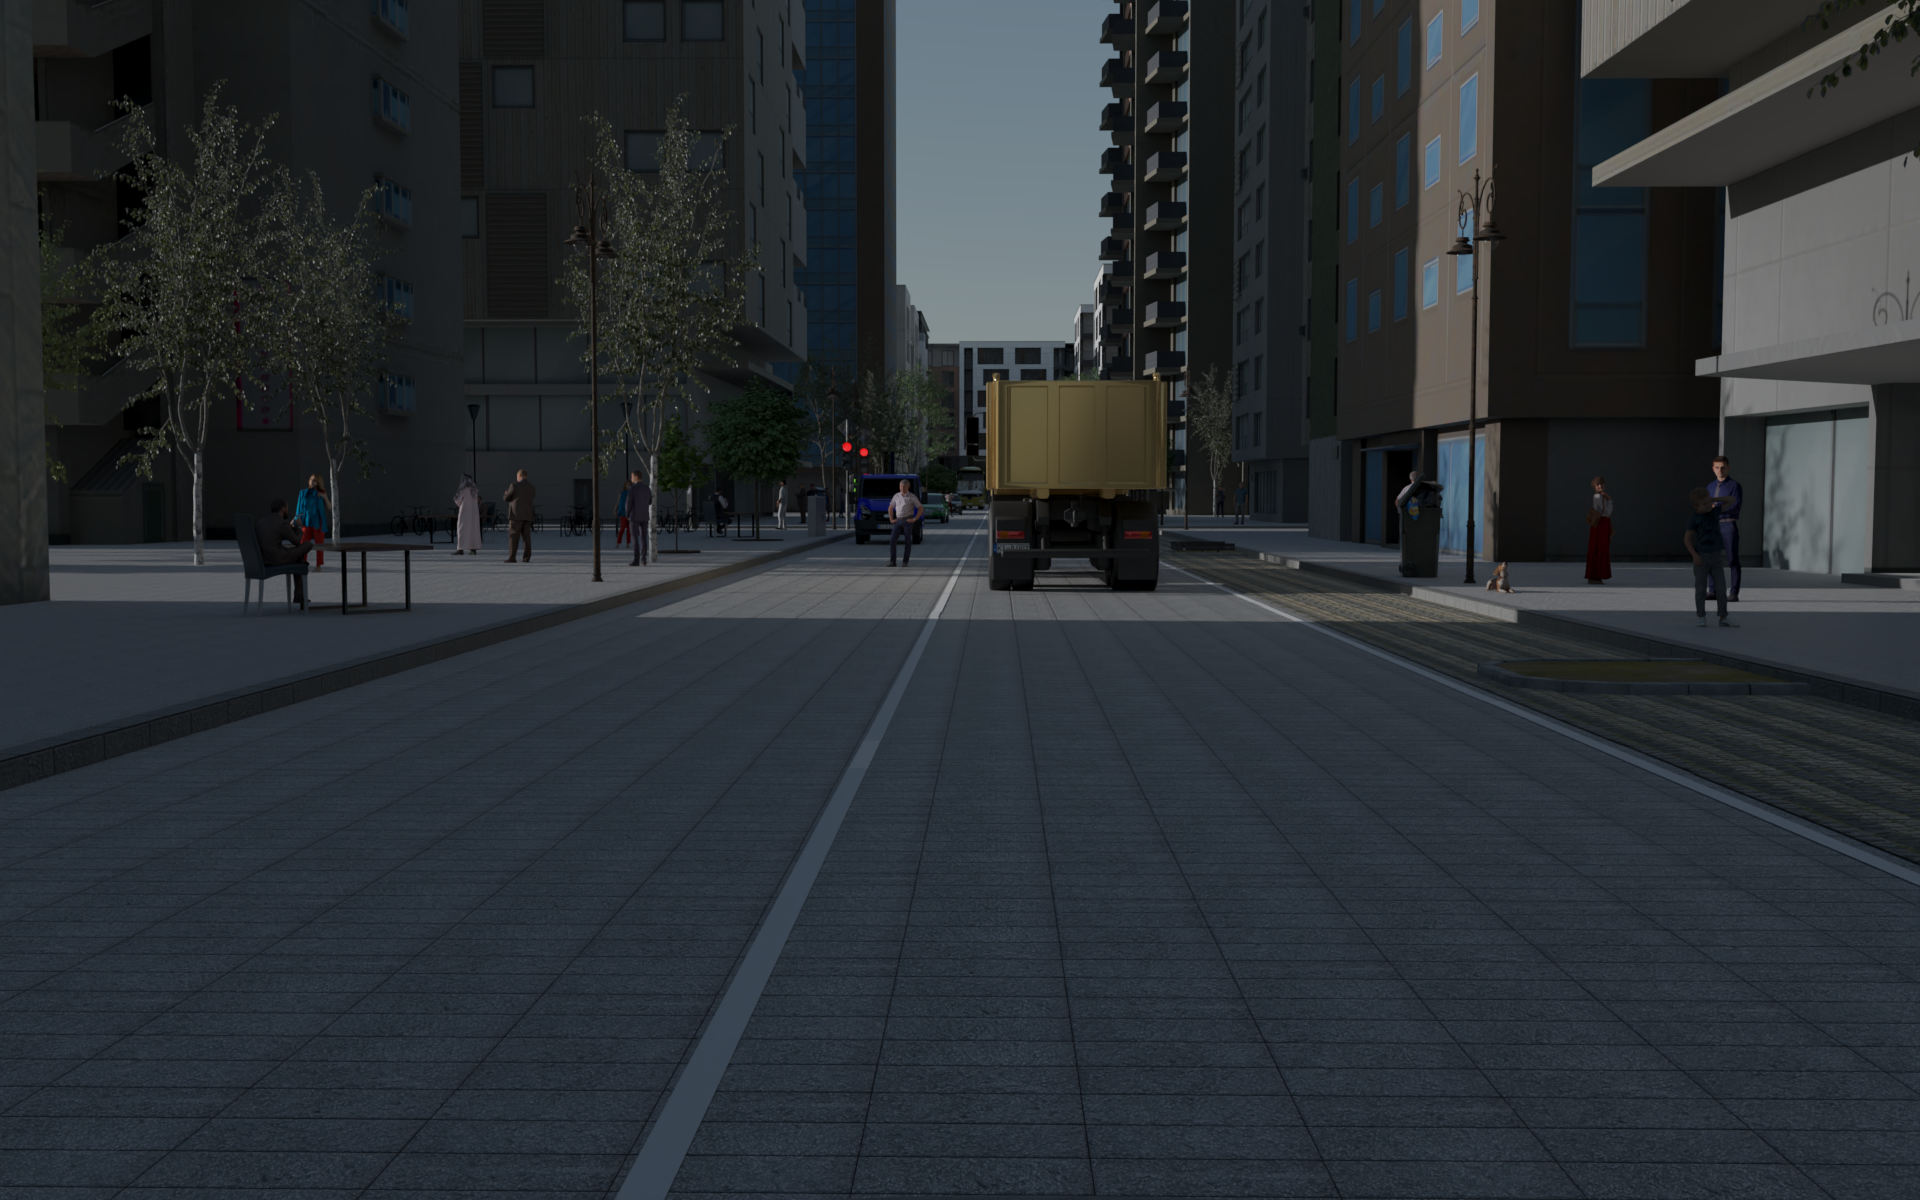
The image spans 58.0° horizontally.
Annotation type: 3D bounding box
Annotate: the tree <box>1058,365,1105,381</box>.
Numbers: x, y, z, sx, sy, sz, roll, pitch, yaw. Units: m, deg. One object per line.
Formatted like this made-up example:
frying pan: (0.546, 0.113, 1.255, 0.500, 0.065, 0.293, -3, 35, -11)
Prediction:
tree: (10.258, -13.028, 138.768, 9.928, 11.665, 9.643, 0, 3, 0)

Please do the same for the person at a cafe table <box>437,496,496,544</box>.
person at a cafe table: (-12.867, -2.098, 45.157, 1.698, 1.238, 1.726, 2, 4, 30)

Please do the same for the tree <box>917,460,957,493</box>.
tree: (-2.425, -10.836, 160.885, 4.285, 4.588, 4.351, 0, 3, 0)

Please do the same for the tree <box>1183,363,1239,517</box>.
tree: (14.731, -9.050, 98.332, 4.360, 8.622, 3.978, 0, 3, 0)

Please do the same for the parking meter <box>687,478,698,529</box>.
parking meter: (-9.848, -3.544, 63.651, 0.255, 1.863, 0.399, -3, 5, -40)

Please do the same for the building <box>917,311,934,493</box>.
building: (-20.299, -22.219, 207.248, 32.646, 21.610, 27.936, 0, 4, 1)

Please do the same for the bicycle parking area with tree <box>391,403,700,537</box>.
bicycle parking area with tree: (-12.942, -4.167, 55.132, 8.231, 4.147, 9.016, 2, 4, 25)

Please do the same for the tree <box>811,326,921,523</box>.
tree: (-4.777, -7.731, 76.771, 4.360, 8.622, 3.978, 0, 3, 0)

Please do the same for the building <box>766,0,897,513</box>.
building: (-11.854, -28.978, 123.902, 14.600, 45.320, 14.200, 0, 4, 1)

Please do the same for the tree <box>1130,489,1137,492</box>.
tree: (8.637, -5.957, 91.995, 1.663, 3.219, 1.824, 0, 3, 0)

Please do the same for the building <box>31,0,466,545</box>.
building: (-28.661, -26.141, 51.101, 21.600, 48.544, 21.300, 0, 4, 1)

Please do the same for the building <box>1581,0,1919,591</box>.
building: (24.134, -26.129, 16.452, 28.713, 52.752, 27.495, 0, 4, 1)

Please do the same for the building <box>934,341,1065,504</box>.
building: (-1.988, -24.550, 245.364, 32.646, 21.610, 27.936, 0, 4, 1)

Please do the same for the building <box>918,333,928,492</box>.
building: (-11.369, -20.022, 183.772, 16.016, 20.091, 11.380, 0, 4, 1)

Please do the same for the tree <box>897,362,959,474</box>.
tree: (-3.895, -12.946, 137.424, 9.928, 11.665, 9.643, 0, 3, 0)

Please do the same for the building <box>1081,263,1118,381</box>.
building: (26.899, -19.917, 169.621, 27.936, 21.610, 32.646, 0, 4, 1)

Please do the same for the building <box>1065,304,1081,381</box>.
building: (27.185, -21.933, 202.586, 27.936, 21.610, 32.646, 0, 4, 1)

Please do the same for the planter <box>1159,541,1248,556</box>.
planter: (5.646, -1.195, 40.686, 1.991, 0.319, 1.994, 0, 4, 1)

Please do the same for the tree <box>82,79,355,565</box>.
tree: (-13.850, -4.960, 31.458, 4.360, 8.622, 3.978, 0, 3, 0)

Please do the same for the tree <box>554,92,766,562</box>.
tree: (-5.761, -5.028, 32.578, 4.360, 8.622, 3.978, 0, 3, 0)

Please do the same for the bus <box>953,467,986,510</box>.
bus: (1.051, -10.323, 160.332, 2.896, 3.916, 12.252, 0, 4, 2)

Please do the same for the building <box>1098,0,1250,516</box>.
building: (20.709, -28.210, 115.854, 22.147, 44.769, 28.867, 0, 4, 1)

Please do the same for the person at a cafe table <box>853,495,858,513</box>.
person at a cafe table: (-5.588, -5.790, 103.185, 1.622, 1.524, 1.698, -2, 4, -30)

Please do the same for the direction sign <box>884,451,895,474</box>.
direction sign: (-3.748, -6.121, 92.079, 0.379, 3.537, 0.876, -3, 4, -38)

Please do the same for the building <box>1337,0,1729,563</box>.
building: (16.774, -23.703, 37.648, 14.600, 45.320, 14.200, 0, 4, 1)

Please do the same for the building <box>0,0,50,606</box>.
building: (-20.452, -42.220, 2.966, 22.319, 86.520, 31.000, 0, 4, 1)

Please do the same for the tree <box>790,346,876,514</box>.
tree: (-8.732, -10.707, 109.471, 7.601, 10.594, 8.767, 1, 4, 11)

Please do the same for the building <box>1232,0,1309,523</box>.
building: (20.272, -24.139, 78.263, 14.086, 41.232, 14.154, 0, 4, 1)

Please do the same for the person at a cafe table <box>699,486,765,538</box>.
person at a cafe table: (-6.941, -2.615, 51.268, 1.698, 1.524, 1.622, 2, 4, 29)

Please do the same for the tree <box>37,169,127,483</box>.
tree: (-20.800, -5.354, 37.894, 4.737, 8.622, 4.395, 0, 3, 0)

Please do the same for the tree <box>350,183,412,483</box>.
tree: (-14.125, -5.395, 38.574, 4.360, 8.622, 3.978, 0, 3, 0)

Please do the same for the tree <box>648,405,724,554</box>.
tree: (-6.174, -2.623, 37.492, 1.663, 3.219, 1.824, 0, 3, 0)

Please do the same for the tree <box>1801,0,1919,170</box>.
tree: (6.882, -3.625, 9.625, 4.360, 8.622, 3.978, 0, 3, 0)

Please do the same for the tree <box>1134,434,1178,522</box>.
tree: (8.602, -6.207, 85.197, 4.285, 4.588, 4.351, 0, 3, 0)

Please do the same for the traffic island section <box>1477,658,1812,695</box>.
traffic island section: (5.062, 0.588, 13.257, 1.991, 0.108, 1.994, 0, 4, 1)

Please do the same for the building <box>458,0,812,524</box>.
building: (-22.150, -30.328, 85.102, 28.713, 52.752, 27.495, 0, 4, 1)

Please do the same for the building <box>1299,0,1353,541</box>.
building: (17.437, -17.181, 52.615, 14.160, 30.474, 14.107, 0, 4, 1)

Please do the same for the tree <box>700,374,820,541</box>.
tree: (-5.506, -3.910, 47.648, 4.285, 4.588, 4.351, 0, 3, 0)

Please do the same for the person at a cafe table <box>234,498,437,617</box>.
person at a cafe table: (-6.904, -0.482, 18.735, 1.726, 1.238, 1.698, -3, 5, -45)

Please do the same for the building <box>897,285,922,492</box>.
building: (-12.626, -18.089, 162.220, 16.747, 18.905, 31.486, 0, 4, 1)

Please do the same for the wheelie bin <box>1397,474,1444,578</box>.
wheelie bin: (7.122, -1.155, 26.785, 0.693, 1.594, 0.980, 1, 4, 10)

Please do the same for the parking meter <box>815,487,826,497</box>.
parking meter: (-4.734, -3.074, 58.670, 0.372, 1.533, 0.369, 0, 3, 0)
